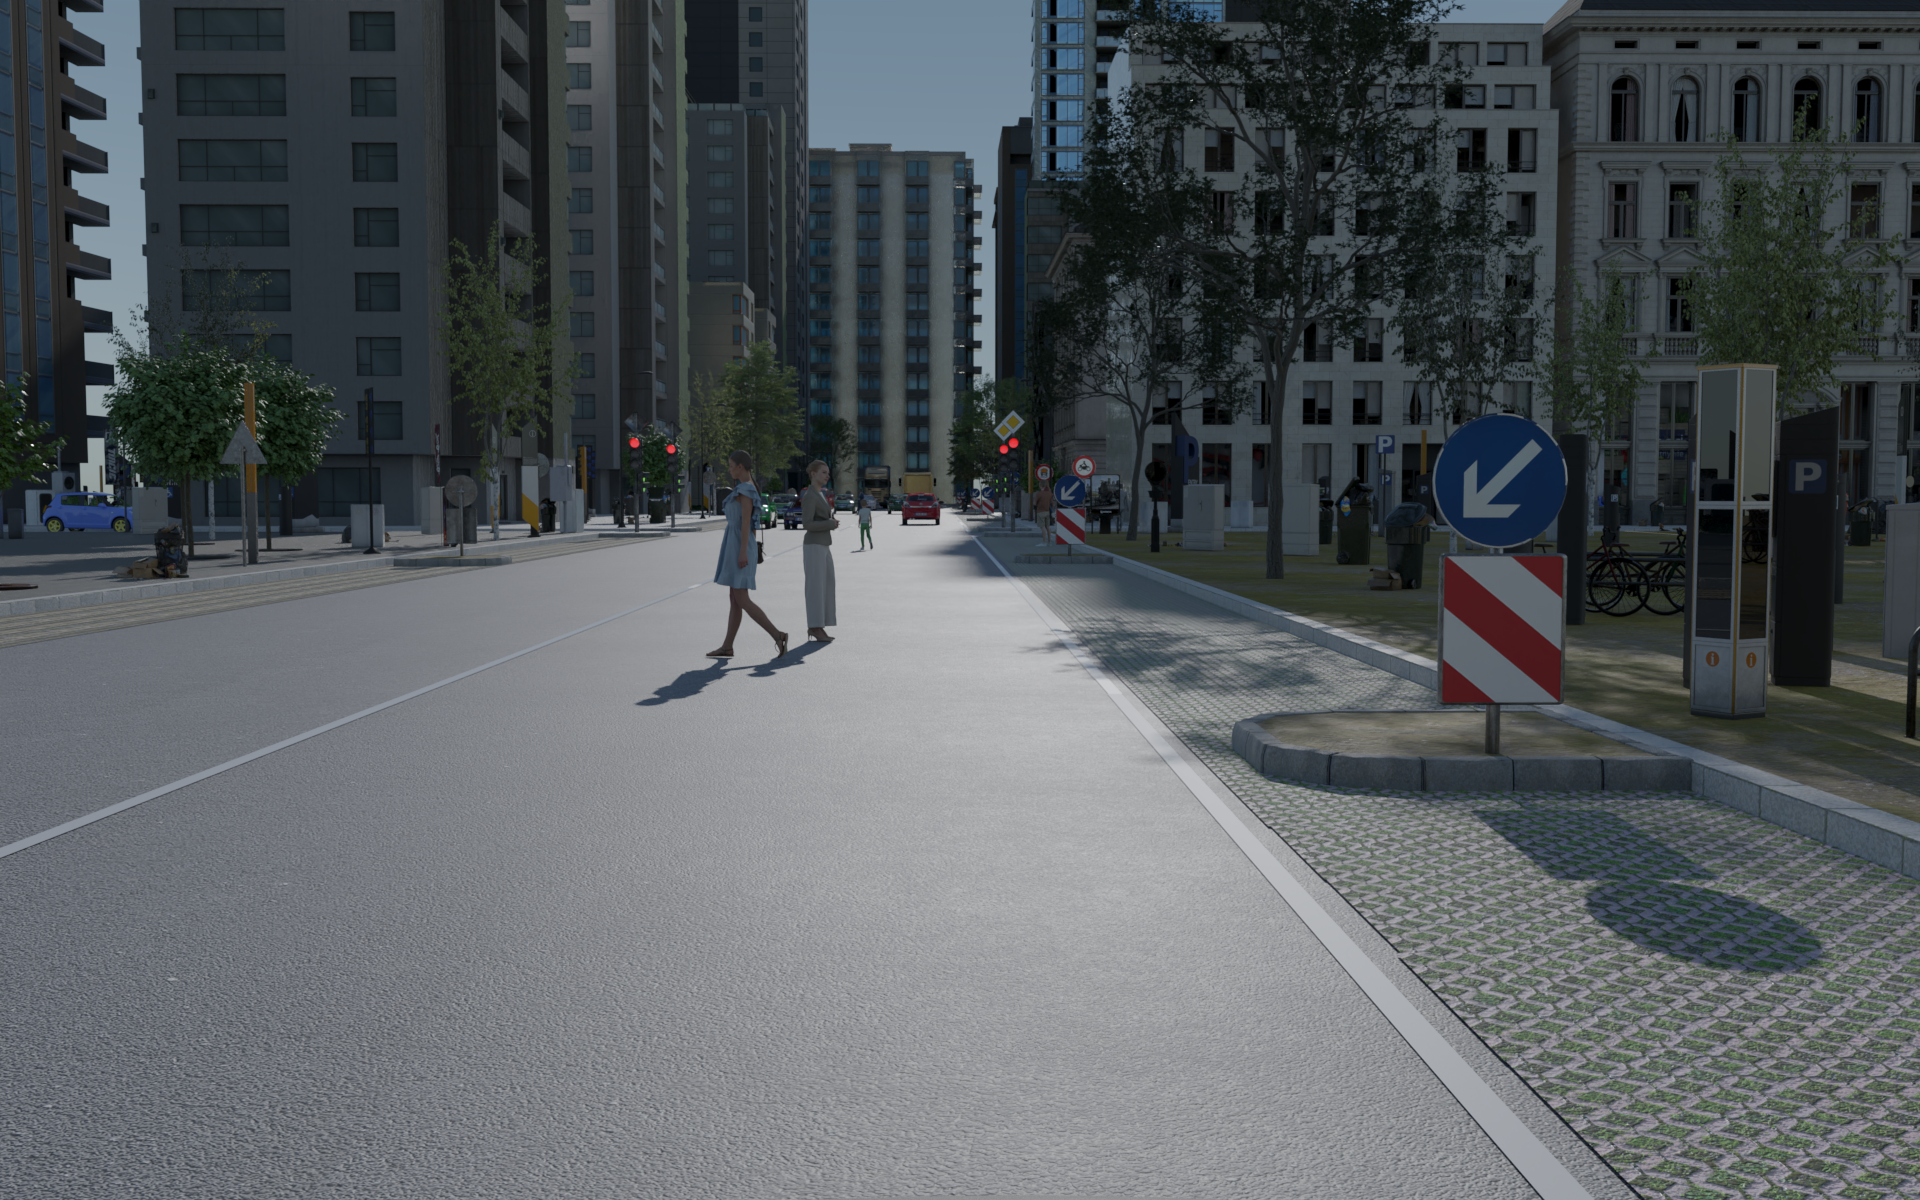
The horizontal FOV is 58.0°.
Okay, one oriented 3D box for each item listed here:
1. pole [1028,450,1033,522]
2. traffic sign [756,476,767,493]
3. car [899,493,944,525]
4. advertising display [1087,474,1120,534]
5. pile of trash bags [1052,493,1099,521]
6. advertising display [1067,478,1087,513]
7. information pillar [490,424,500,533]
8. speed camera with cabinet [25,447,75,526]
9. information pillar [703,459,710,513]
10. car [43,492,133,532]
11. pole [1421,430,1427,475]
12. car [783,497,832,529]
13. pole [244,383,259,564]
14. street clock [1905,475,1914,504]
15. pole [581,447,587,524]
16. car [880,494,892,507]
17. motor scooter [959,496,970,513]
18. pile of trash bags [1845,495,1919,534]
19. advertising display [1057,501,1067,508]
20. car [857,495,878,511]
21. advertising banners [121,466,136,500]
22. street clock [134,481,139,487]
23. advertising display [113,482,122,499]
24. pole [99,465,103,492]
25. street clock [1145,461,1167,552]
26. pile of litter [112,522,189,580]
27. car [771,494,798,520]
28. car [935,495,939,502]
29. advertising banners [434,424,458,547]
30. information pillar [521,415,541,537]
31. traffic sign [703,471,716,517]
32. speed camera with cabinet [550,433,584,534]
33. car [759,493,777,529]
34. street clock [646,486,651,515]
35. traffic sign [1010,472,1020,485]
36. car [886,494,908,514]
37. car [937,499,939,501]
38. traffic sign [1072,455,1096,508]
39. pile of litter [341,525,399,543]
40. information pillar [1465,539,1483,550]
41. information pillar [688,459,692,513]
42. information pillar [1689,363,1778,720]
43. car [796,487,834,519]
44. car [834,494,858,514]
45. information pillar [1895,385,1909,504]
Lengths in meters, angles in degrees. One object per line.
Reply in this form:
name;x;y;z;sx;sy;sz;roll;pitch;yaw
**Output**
pole;3.306;-5.327;80.944;0.158;3.312;0.155;0;3;0
traffic sign;-14.014;-7.464;122.148;0.768;2.556;0.104;0;4;5
car;-1.827;-4.440;81.638;2.155;1.783;4.494;0;4;-1
advertising display;4.660;-3.083;55.623;0.974;1.923;0.123;-1;4;-9
pile of trash bags;5.540;-4.388;81.494;3.447;1.369;1.912;0;4;2
advertising display;4.920;-3.961;69.974;0.974;1.923;0.123;1;4;18
information pillar;-15.330;-4.020;57.076;0.183;3.616;0.504;1;4;12
speed camera with cabinet;-36.649;-4.615;69.794;0.660;3.252;2.038;1;4;16
information pillar;-17.100;-7.679;116.904;0.504;3.616;0.183;1;4;8
car;-30.928;-3.228;62.365;3.694;1.707;1.945;0;4;0
pole;14.746;-3.749;55.136;0.158;3.312;0.155;0;3;0
car;-6.263;-3.605;71.524;1.945;1.354;3.894;0;4;1
pole;-13.057;-2.328;31.908;0.158;3.312;0.155;0;3;0
street clock;36.686;-3.824;67.095;0.471;2.002;0.358;-1;4;-22
pole;-16.186;-4.940;74.607;0.158;3.312;0.155;0;3;0
car;-8.314;-11.573;198.810;1.945;1.707;3.694;0;4;1
motor scooter;0.335;-7.312;132.335;0.815;1.314;1.986;0;4;-3
pile of trash bags;29.337;-2.804;55.598;3.447;1.369;1.912;-1;4;-18
advertising display;5.434;-5.097;88.543;0.974;1.923;0.123;0;4;4
car;-8.259;-8.537;151.944;2.083;1.381;4.827;0;4;-1
advertising banners;-50.215;-6.620;104.431;2.074;3.025;0.090;2;4;35
street clock;-47.148;-5.785;99.146;0.358;2.002;0.471;-2;4;-30
advertising display;-45.281;-5.374;93.080;0.123;1.923;0.974;-1;4;-9
pole;-60.855;-7.886;122.772;0.158;3.312;0.155;0;3;0
street clock;4.307;-2.054;38.161;0.471;2.002;0.358;0;4;2
pile of litter;-12.424;-0.775;26.629;1.176;0.858;1.719;-1;4;-9
car;-8.679;-4.514;85.596;2.131;1.459;4.920;0;4;-1
car;-3.335;-10.986;191.980;2.083;1.381;4.827;0;4;1
advertising banners;-12.668;-2.841;42.641;0.090;3.025;2.074;-2;4;-29
information pillar;-12.718;-3.664;51.267;0.504;3.616;0.183;-2;4;-33
traffic sign;-13.726;-5.790;94.778;0.768;2.556;0.104;0;4;1
speed camera with cabinet;-12.921;-3.826;56.892;0.660;3.252;2.038;0;4;3
car;-8.601;-3.860;71.910;1.959;1.807;4.718;0;4;-2
street clock;-18.770;-6.117;104.582;0.358;2.002;0.471;-1;4;-10
traffic sign;3.001;-5.923;96.939;0.768;2.556;0.104;0;4;1
car;-4.278;-6.892;124.475;2.131;1.459;4.920;0;4;-1
car;-2.619;-7.629;136.731;2.014;1.417;4.499;0;4;-1
traffic sign;4.077;-3.476;56.945;0.768;2.556;0.104;0;4;3
pile of litter;-15.712;-1.965;46.100;1.719;0.858;1.176;-3;5;-43
information pillar;11.767;-2.146;39.572;0.304;2.012;0.304;-1;4;-16
information pillar;-18.161;-7.649;116.408;0.183;3.616;0.504;0;4;2
information pillar;4.439;-0.334;9.953;0.304;2.012;0.304;-2;4;-29
car;-8.318;-5.536;99.190;2.281;1.827;5.304;0;4;-1
car;-8.369;-6.922;124.968;2.131;1.459;4.920;0;4;-1
information pillar;20.416;-2.826;37.561;0.183;3.616;0.504;1;4;14
